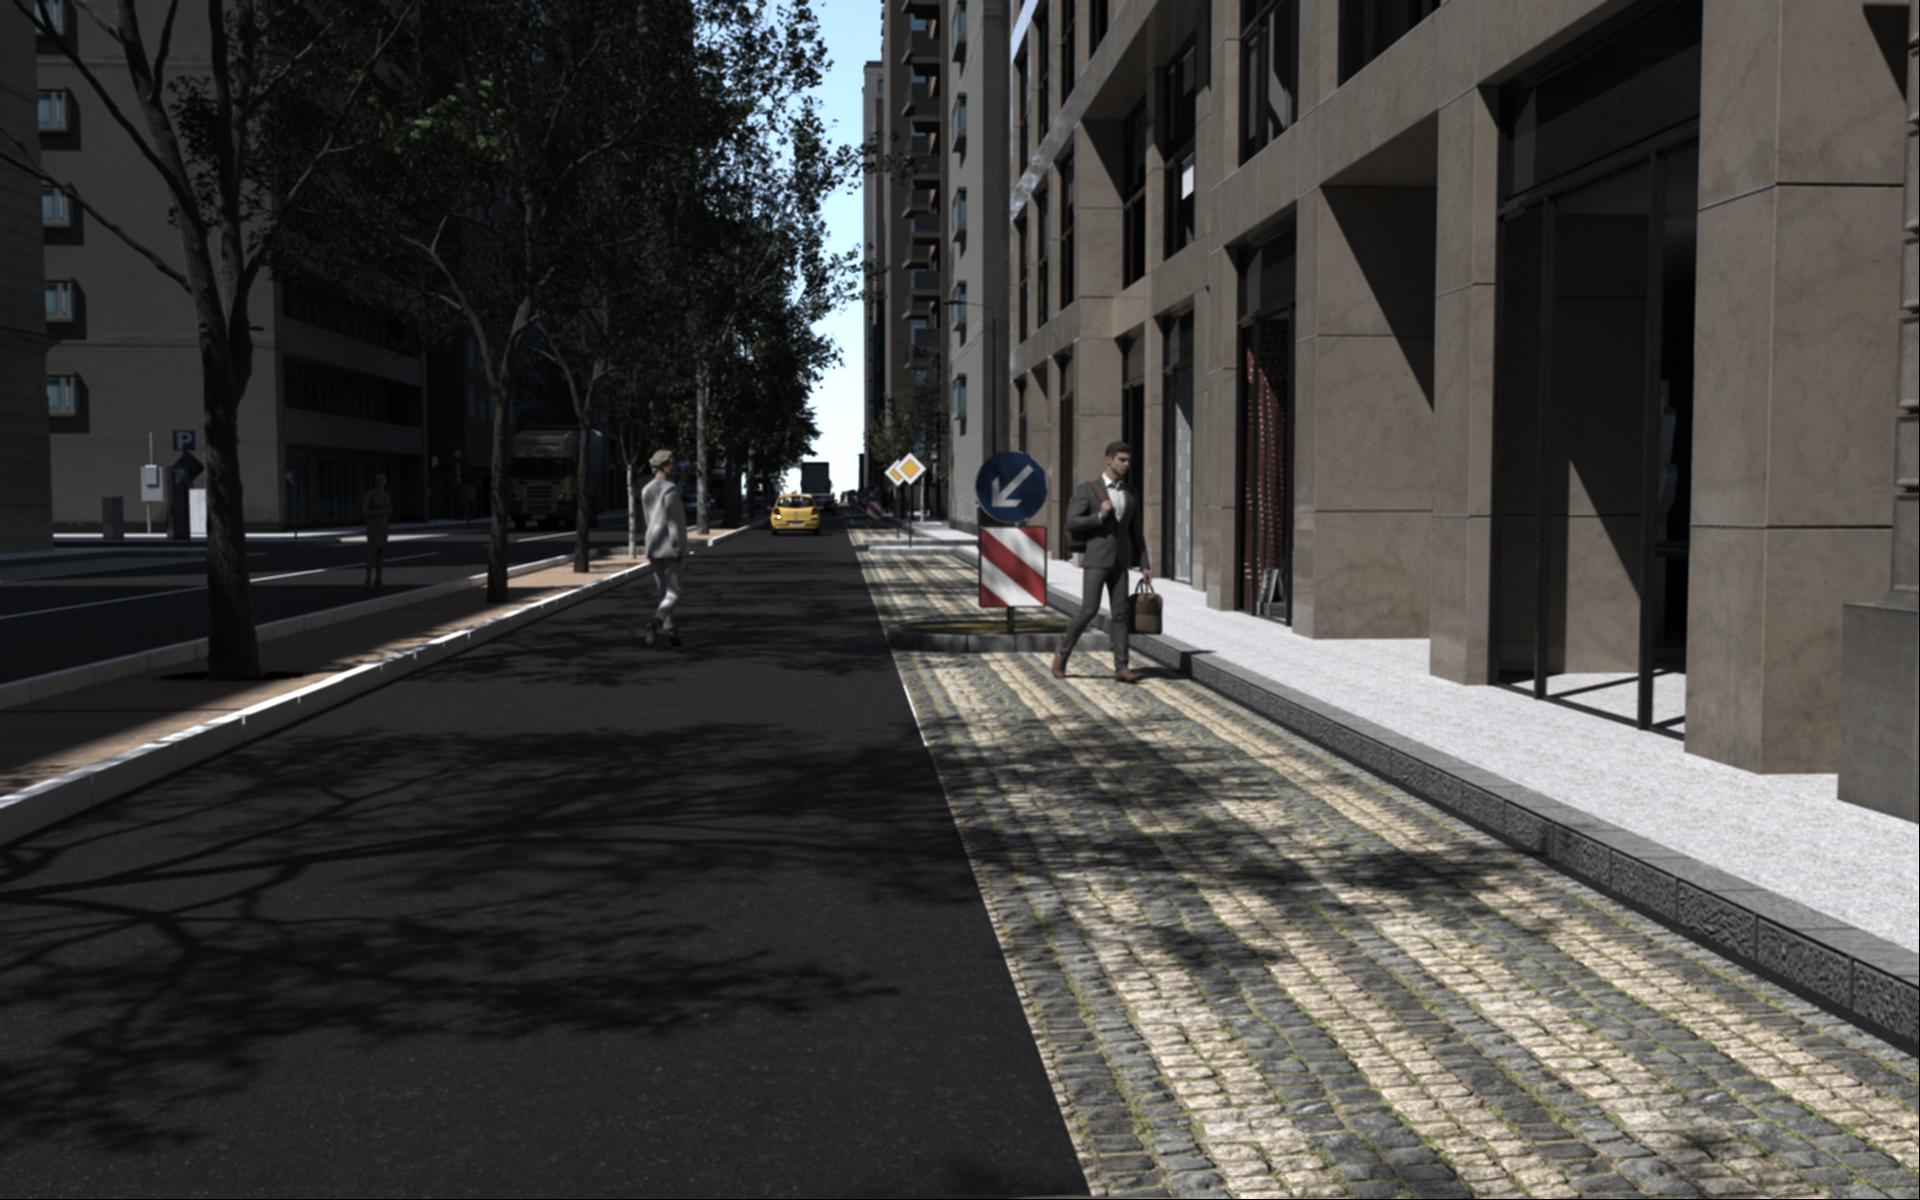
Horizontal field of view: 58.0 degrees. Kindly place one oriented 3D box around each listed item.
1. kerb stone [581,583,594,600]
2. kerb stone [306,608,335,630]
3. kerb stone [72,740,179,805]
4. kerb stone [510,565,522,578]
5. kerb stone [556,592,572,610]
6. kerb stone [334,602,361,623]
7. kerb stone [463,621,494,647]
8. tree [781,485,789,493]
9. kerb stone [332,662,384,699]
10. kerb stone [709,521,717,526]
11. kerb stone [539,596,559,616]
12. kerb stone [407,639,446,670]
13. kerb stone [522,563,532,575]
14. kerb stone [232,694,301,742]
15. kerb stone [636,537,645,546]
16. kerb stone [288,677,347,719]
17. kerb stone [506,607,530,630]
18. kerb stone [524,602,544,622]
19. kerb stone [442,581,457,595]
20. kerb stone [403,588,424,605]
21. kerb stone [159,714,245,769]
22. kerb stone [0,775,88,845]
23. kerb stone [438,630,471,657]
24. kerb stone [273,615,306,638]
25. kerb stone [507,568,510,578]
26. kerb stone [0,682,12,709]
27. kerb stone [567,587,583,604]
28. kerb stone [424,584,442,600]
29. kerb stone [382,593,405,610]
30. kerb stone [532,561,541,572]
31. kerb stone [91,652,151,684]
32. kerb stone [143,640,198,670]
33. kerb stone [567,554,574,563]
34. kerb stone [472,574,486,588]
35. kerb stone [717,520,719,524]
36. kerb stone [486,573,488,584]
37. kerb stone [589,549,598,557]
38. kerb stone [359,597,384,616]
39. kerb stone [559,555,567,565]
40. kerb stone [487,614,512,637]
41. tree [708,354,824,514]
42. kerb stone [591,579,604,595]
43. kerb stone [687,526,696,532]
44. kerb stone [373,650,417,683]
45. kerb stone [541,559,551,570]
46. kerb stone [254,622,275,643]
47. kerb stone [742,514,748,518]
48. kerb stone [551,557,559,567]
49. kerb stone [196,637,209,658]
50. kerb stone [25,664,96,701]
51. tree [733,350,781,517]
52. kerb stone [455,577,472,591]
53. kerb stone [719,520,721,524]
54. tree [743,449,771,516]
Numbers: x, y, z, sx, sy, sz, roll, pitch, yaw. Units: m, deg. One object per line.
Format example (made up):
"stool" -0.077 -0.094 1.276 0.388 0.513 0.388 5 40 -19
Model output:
"kerb stone" -5.191 -0.091 23.785 0.120 0.150 1.000 0 4 -4
"kerb stone" -6.913 0.225 18.517 0.120 0.150 1.000 0 4 -4
"kerb stone" -4.079 0.841 8.453 0.120 0.150 1.000 0 4 -4
"kerb stone" -7.721 -0.462 29.751 0.120 0.150 1.000 0 4 -4
"kerb stone" -5.042 0.031 21.736 0.120 0.150 1.000 0 4 -4
"kerb stone" -6.985 0.162 19.540 0.120 0.150 1.000 0 4 -4
"kerb stone" -4.662 0.341 16.624 0.120 0.150 1.000 0 4 -4
"tree" -12.309 -9.513 108.356 4.360 8.622 3.978 0 3 0
"kerb stone" -4.380 0.591 12.531 0.120 0.150 1.000 0 4 -4
"kerb stone" -11.331 -3.495 79.386 0.120 0.150 1.000 0 4 -4
"kerb stone" -4.969 0.091 20.711 0.120 0.150 1.000 0 4 -4
"kerb stone" -4.519 0.466 14.578 0.120 0.150 1.000 0 4 -4
"kerb stone" -7.797 -0.525 30.774 0.120 0.150 1.000 0 4 -4
"kerb stone" -4.223 0.716 10.493 0.120 0.150 1.000 0 4 -4
"kerb stone" -9.181 -1.685 49.738 0.120 0.150 1.000 0 4 -4
"kerb stone" -4.296 0.657 11.513 0.120 0.150 1.000 0 4 -4
"kerb stone" -4.816 0.215 18.672 0.120 0.150 1.000 0 4 -4
"kerb stone" -4.904 0.153 19.691 0.120 0.150 1.000 0 4 -4
"kerb stone" -7.362 -0.145 24.639 0.120 0.150 1.000 0 4 -4
"kerb stone" -7.205 -0.024 22.599 0.120 0.150 1.000 0 4 -4
"kerb stone" -4.155 0.778 9.472 0.120 0.150 1.000 0 4 -4
"kerb stone" -4.003 0.903 7.434 0.120 0.150 1.000 0 4 -4
"kerb stone" -4.594 0.405 15.597 0.120 0.150 1.000 0 4 -4
"kerb stone" -6.843 0.287 17.497 0.120 0.150 1.000 0 4 -4
"kerb stone" -7.658 -0.400 28.731 0.120 0.150 1.000 0 4 -4
"kerb stone" -6.396 0.666 11.365 0.120 0.150 1.000 0 4 -4
"kerb stone" -5.119 -0.031 22.765 0.120 0.150 1.000 0 4 -4
"kerb stone" -7.278 -0.087 23.619 0.120 0.150 1.000 0 4 -4
"kerb stone" -7.134 0.038 21.579 0.120 0.150 1.000 0 4 -4
"kerb stone" -7.879 -0.588 31.806 0.120 0.150 1.000 0 4 -4
"kerb stone" -6.548 0.540 13.410 0.120 0.150 1.000 0 4 -4
"kerb stone" -6.619 0.474 14.439 0.120 0.150 1.000 0 4 -4
"kerb stone" -8.188 -0.838 35.898 0.120 0.150 1.000 0 4 -4
"kerb stone" -7.503 -0.274 26.682 0.120 0.150 1.000 0 4 -4
"kerb stone" -11.413 -3.560 80.404 0.120 0.150 1.000 0 4 -4
"kerb stone" -7.577 -0.337 27.702 0.120 0.150 1.000 0 4 -4
"kerb stone" -8.475 -1.088 39.992 0.120 0.150 1.000 0 4 -4
"kerb stone" -7.063 0.100 20.560 0.120 0.150 1.000 0 4 -4
"kerb stone" -8.100 -0.776 34.876 0.120 0.150 1.000 0 4 -4
"kerb stone" -4.744 0.278 17.653 0.120 0.150 1.000 0 4 -4
"tree" -13.334 -12.235 120.624 7.486 12.596 7.792 0 3 0
"kerb stone" -5.266 -0.160 24.810 0.120 0.150 1.000 0 4 -4
"kerb stone" -10.442 -2.747 67.118 0.120 0.150 1.000 0 4 -4
"kerb stone" -4.454 0.529 13.553 0.120 0.150 1.000 0 4 -4
"kerb stone" -7.951 -0.648 32.826 0.120 0.150 1.000 0 4 -4
"kerb stone" -6.766 0.350 16.478 0.120 0.150 1.000 0 4 -4
"kerb stone" -13.482 -5.311 109.038 0.120 0.150 1.000 0 4 -4
"kerb stone" -8.029 -0.713 33.848 0.120 0.150 1.000 0 4 -4
"kerb stone" -6.684 0.412 15.459 0.120 0.150 1.000 0 4 -4
"kerb stone" -6.474 0.602 12.390 0.120 0.150 1.000 0 4 -4
"tree" -10.235 -7.645 77.820 4.360 8.622 3.978 0 3 0
"kerb stone" -7.435 -0.210 25.658 0.120 0.150 1.000 0 4 -4
"kerb stone" -11.473 -3.623 81.433 0.120 0.150 1.000 0 4 -4
"tree" -12.739 -9.880 114.358 4.737 8.622 4.395 0 3 0
